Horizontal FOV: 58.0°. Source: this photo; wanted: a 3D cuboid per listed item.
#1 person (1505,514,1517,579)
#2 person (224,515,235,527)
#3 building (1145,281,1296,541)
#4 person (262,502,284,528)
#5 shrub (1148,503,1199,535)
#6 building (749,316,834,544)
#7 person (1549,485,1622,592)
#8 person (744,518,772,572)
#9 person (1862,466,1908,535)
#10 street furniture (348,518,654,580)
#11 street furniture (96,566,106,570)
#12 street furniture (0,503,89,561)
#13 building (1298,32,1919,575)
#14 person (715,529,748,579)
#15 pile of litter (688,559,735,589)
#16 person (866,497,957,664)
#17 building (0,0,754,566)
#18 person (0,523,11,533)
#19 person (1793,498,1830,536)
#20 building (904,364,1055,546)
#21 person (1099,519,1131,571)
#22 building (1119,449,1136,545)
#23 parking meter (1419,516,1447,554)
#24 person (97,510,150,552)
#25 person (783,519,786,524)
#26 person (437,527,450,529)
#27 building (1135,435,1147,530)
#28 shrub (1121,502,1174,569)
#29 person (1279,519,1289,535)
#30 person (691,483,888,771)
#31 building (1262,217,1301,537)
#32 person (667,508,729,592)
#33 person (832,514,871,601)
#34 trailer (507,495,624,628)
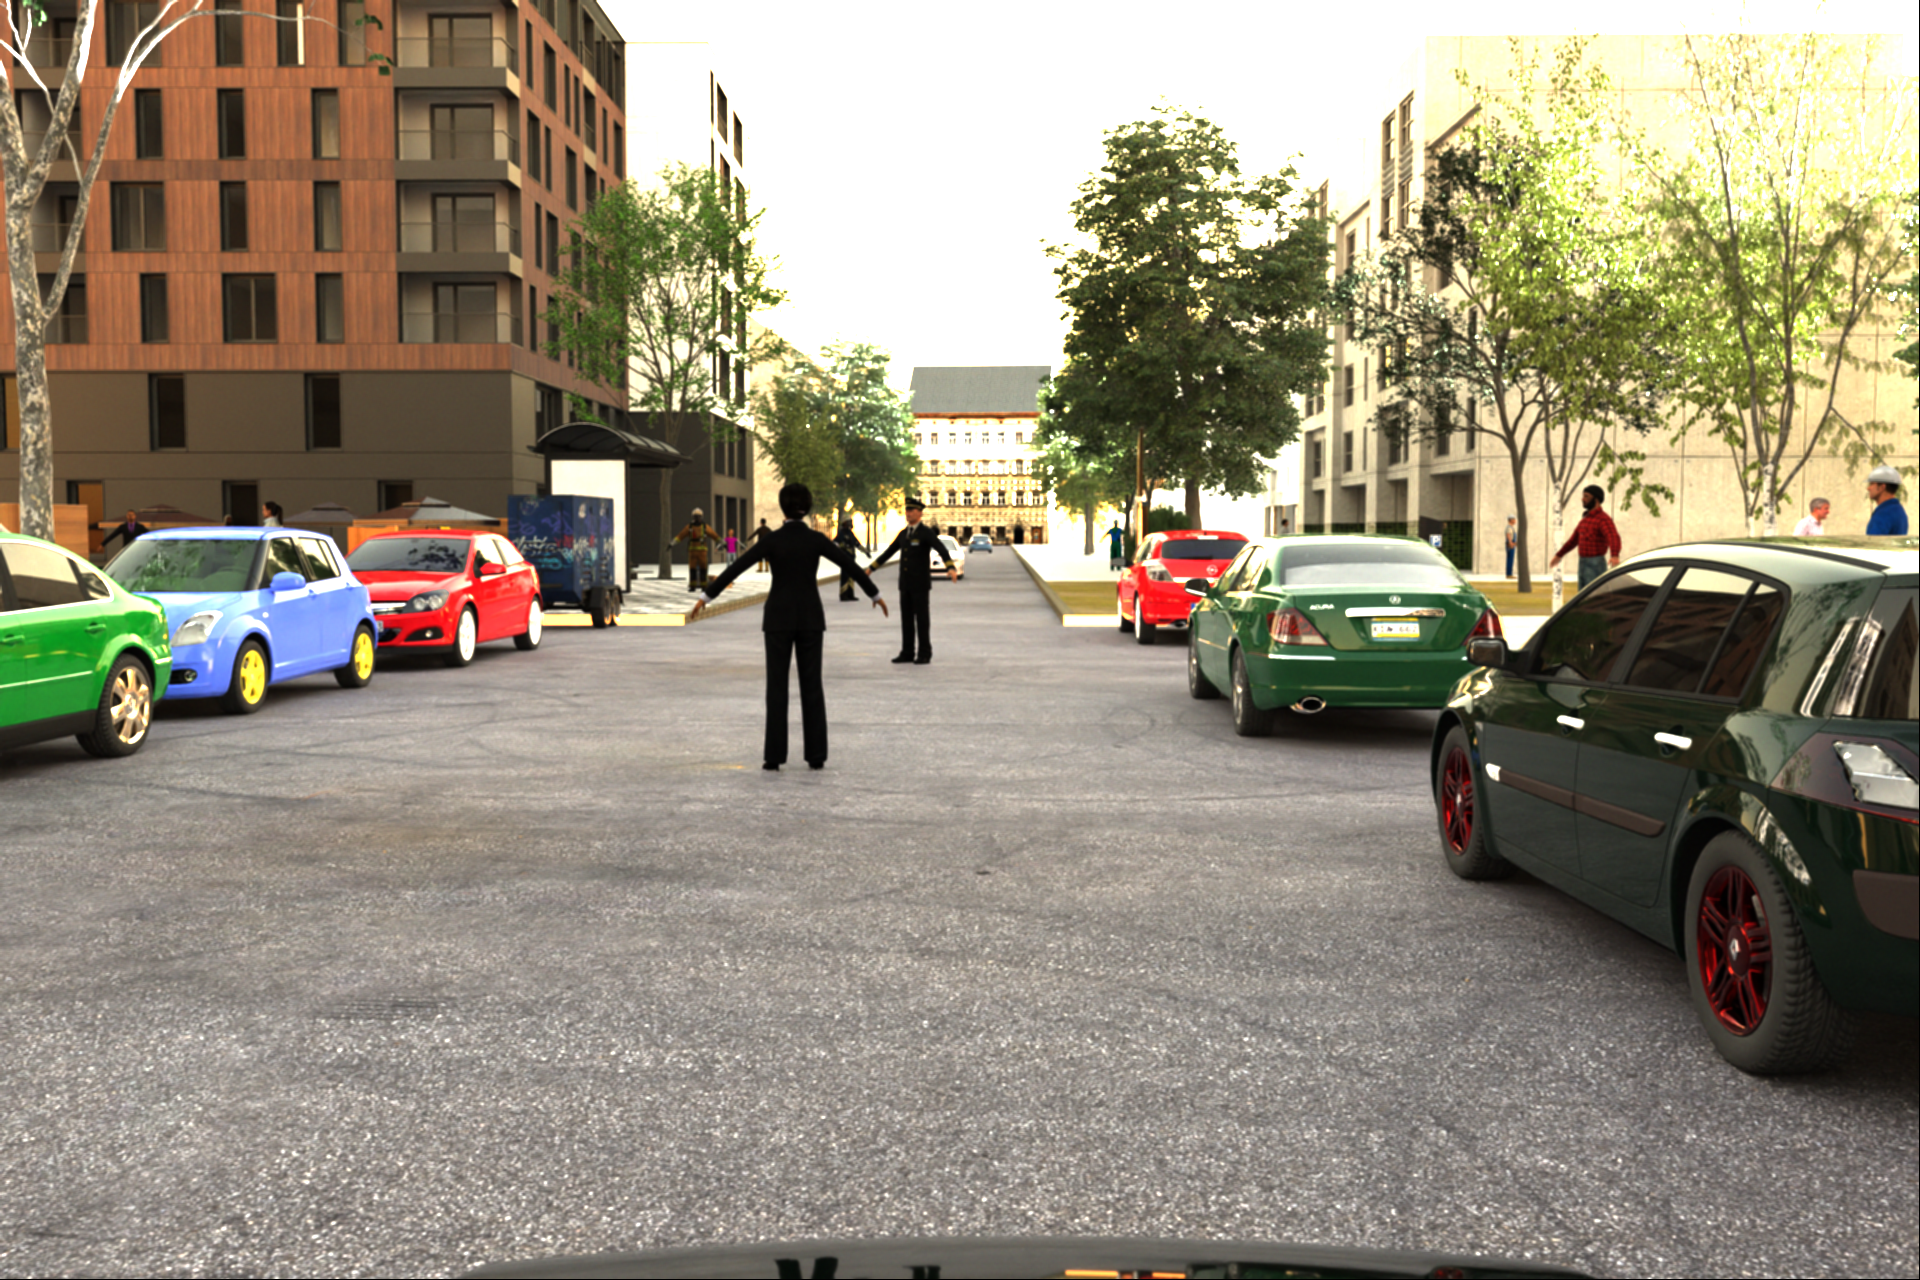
[{"bbox_3d":[15.816,-2.678,49.649,0.705,1.847,1.347,1,4,23],"label":"person"},{"bbox_3d":[-20.233,-2.558,47.953,1.348,1.813,0.705,-3,5,-42],"label":"person"},{"bbox_3d":[26.148,-19.493,149.634,19.493,23.208,18.063,0,4,1],"label":"building"},{"bbox_3d":[-9.633,-1.052,24.033,0.721,1.735,1.217,0,4,2],"label":"person"},{"bbox_3d":[4.895,-2.196,40.317,1.690,2.028,1.600,0,3,0],"label":"shrub"},{"bbox_3d":[-22.081,-20.233,161.738,19.493,23.208,18.063,0,4,2],"label":"building"},{"bbox_3d":[6.868,-0.782,18.901,0.704,1.816,1.345,-1,4,-9],"label":"person"},{"bbox_3d":[-6.638,-3.191,58.308,1.346,1.812,0.704,-2,4,-35],"label":"person"},{"bbox_3d":[7.586,-0.515,14.308,0.705,1.842,1.347,3,5,40],"label":"person"},{"bbox_3d":[-13.085,-2.572,48.911,11.010,1.723,9.812,2,4,32],"label":"street furniture"},{"bbox_3d":[-23.981,-1.561,41.154,5.734,0.657,10.072,1,4,19],"label":"street furniture"},{"bbox_3d":[-17.389,-1.227,26.909,9.812,1.723,11.010,1,4,13],"label":"street furniture"},{"bbox_3d":[24.960,-12.449,69.994,16.747,18.905,31.486,0,4,1],"label":"building"},{"bbox_3d":[-6.488,-2.444,49.231,0.991,1.433,0.599,-1,4,-23],"label":"person"},{"bbox_3d":[-5.948,-1.667,41.226,1.176,0.858,1.719,0,4,2],"label":"pile of litter"},{"bbox_3d":[-0.522,-0.661,19.200,1.347,1.837,0.705,3,5,39],"label":"person"},{"bbox_3d":[-24.381,-13.835,70.171,27.936,21.610,32.646,0,4,1],"label":"building"},{"bbox_3d":[-10.589,-0.757,18.845,0.721,1.778,1.216,2,4,35],"label":"person"},{"bbox_3d":[10.078,-0.821,20.413,0.756,1.711,0.436,-2,4,-32],"label":"person"},{"bbox_3d":[2.922,-23.870,223.664,18.063,23.208,19.493,0,4,5],"label":"building"},{"bbox_3d":[5.482,-3.340,60.736,1.347,1.817,0.704,2,4,27],"label":"person"},{"bbox_3d":[27.740,-22.123,192.638,19.493,23.208,18.063,0,4,1],"label":"building"},{"bbox_3d":[6.582,-0.962,24.144,0.372,1.533,0.369,0,3,0],"label":"parking meter"},{"bbox_3d":[-17.965,-1.918,37.586,1.346,1.802,0.704,-1,4,-21],"label":"person"},{"bbox_3d":[-6.110,-3.329,60.696,1.348,1.796,0.705,0,4,5],"label":"person"},{"bbox_3d":[-12.371,-2.125,41.212,0.721,1.772,1.216,2,4,27],"label":"person"},{"bbox_3d":[27.186,-20.666,168.814,19.493,23.208,18.063,0,4,1],"label":"building"},{"bbox_3d":[4.853,-2.365,42.703,1.661,2.075,1.752,0,3,0],"label":"shrub"},{"bbox_3d":[11.608,-3.398,61.752,0.705,1.806,1.347,2,4,31],"label":"person"},{"bbox_3d":[-1.026,-0.085,10.575,1.216,1.740,0.721,-1,4,-16],"label":"person"},{"bbox_3d":[23.592,-15.165,104.376,16.016,20.090,11.380,0,4,2],"label":"building"},{"bbox_3d":[-5.792,-1.987,38.260,1.354,1.858,0.705,0,4,-5],"label":"person"},{"bbox_3d":[-2.382,-1.761,37.035,0.705,1.856,1.354,2,4,34],"label":"person"},{"bbox_3d":[-6.075,-1.154,25.912,1.471,1.999,3.904,0,4,1],"label":"trailer"}]
